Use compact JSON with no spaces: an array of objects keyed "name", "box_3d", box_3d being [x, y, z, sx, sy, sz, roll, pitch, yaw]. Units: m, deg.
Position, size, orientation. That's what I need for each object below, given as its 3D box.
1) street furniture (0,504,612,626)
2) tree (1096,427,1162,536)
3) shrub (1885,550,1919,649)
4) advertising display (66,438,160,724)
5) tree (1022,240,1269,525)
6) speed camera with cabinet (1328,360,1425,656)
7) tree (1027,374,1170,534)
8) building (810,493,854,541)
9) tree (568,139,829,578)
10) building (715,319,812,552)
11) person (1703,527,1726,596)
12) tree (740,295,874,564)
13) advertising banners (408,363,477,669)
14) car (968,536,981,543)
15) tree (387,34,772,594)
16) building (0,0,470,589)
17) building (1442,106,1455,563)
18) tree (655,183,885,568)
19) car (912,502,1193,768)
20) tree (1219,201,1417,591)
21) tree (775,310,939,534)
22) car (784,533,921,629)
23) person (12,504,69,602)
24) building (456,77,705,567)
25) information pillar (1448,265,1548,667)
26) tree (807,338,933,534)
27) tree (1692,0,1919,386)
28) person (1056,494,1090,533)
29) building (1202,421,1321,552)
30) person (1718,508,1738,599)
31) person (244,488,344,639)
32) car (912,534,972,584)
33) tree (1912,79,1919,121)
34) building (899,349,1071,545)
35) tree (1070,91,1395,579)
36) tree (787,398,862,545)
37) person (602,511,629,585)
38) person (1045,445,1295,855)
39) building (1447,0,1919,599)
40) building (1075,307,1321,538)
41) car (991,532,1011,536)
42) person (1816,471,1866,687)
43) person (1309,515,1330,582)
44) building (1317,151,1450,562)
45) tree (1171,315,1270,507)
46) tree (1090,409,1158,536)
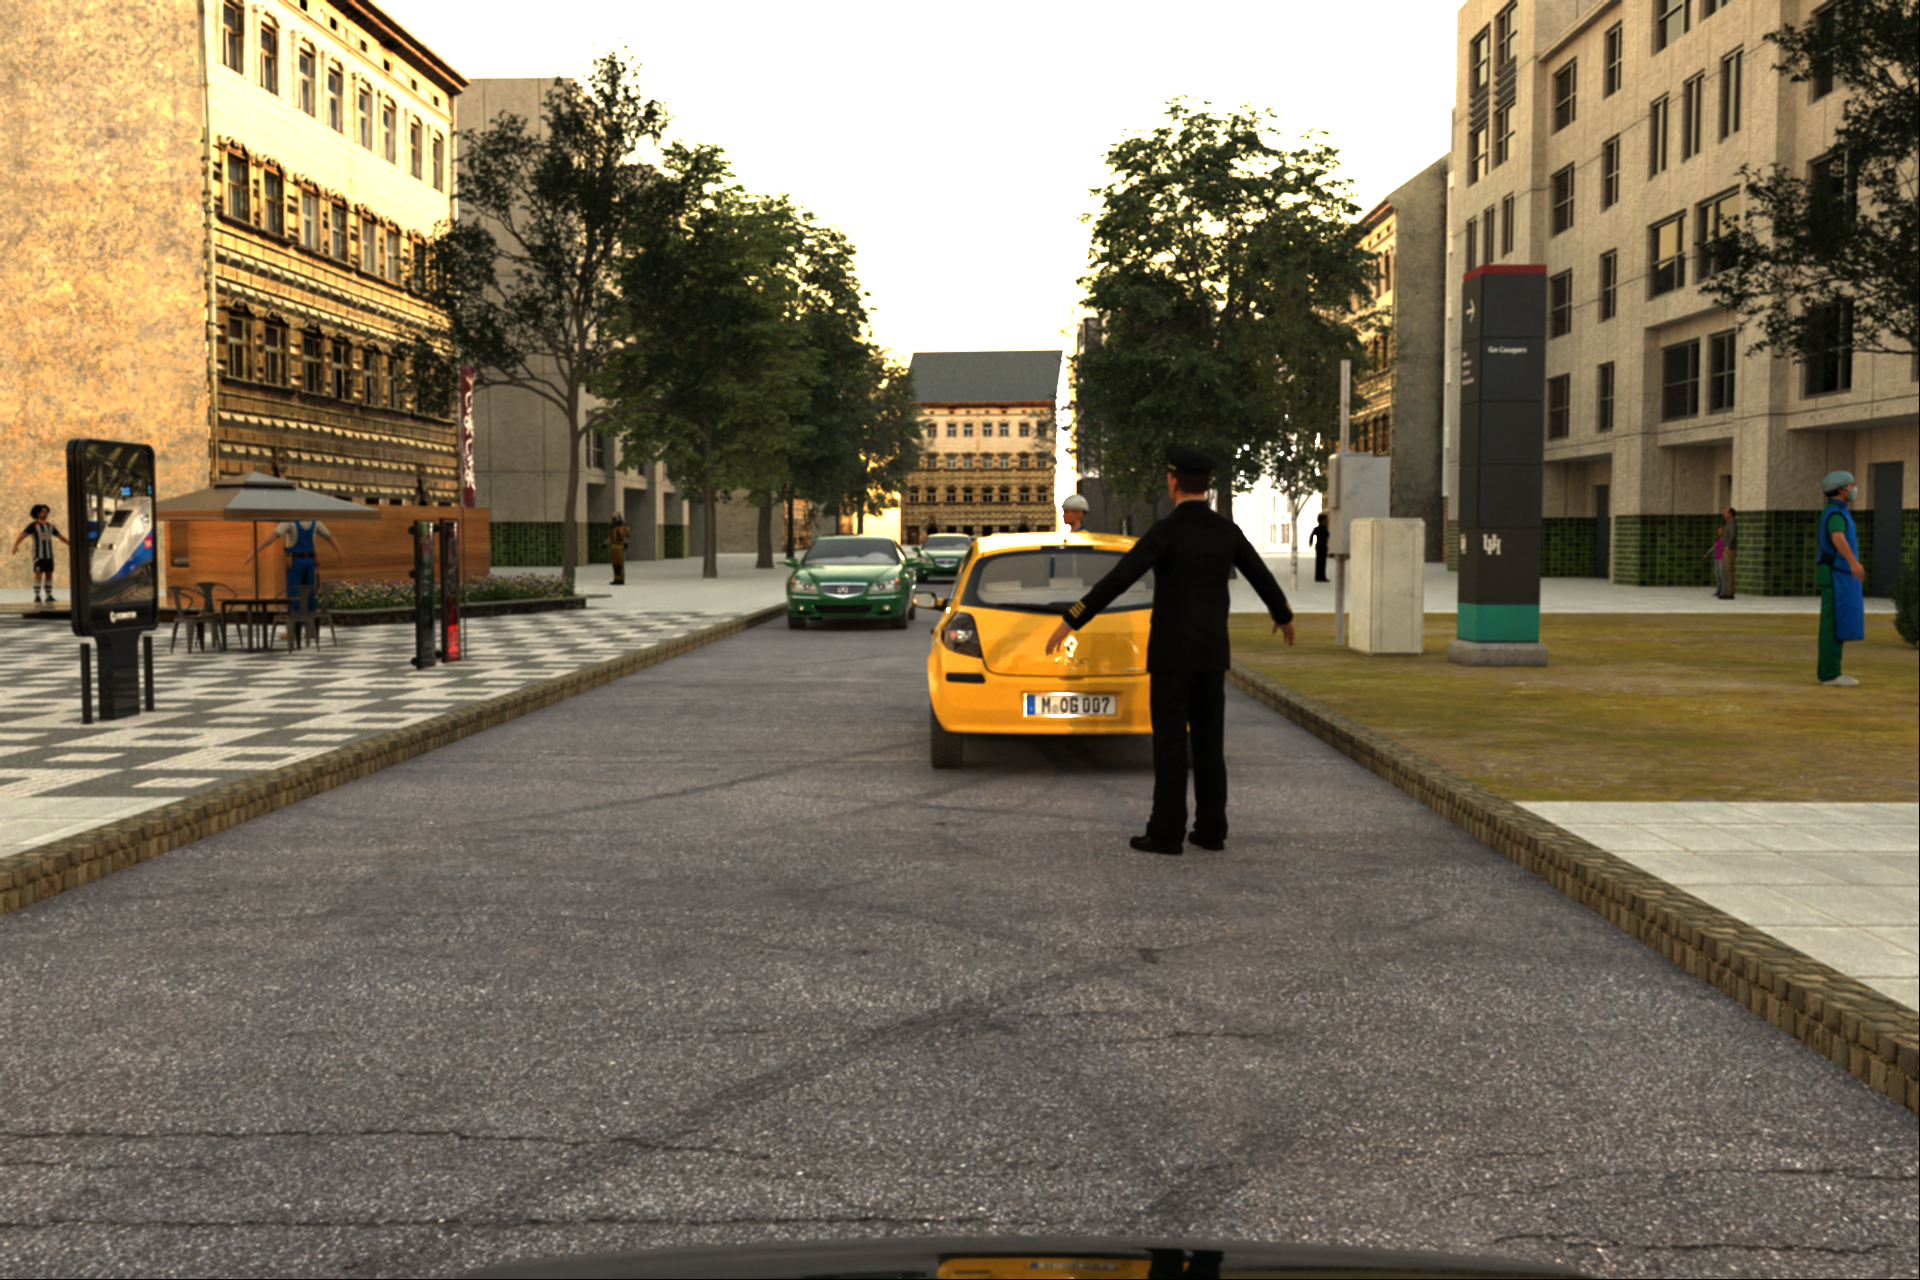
[{"name":"street furniture","box_3d":[-9.279,-1.296,28.051,9.812,1.723,11.010,1,4,20]},{"name":"tree","box_3d":[9.363,-8.958,96.823,4.737,8.622,4.395,0,3,0]},{"name":"shrub","box_3d":[10.854,-0.497,19.240,1.383,1.207,1.383,0,3,0]},{"name":"advertising display","box_3d":[-5.890,-0.420,12.084,0.123,1.923,0.974,0,4,2]},{"name":"tree","box_3d":[8.028,-9.795,70.516,12.009,13.543,11.850,0,3,0]},{"name":"speed camera with cabinet","box_3d":[4.576,-1.513,19.081,0.660,3.252,2.038,0,4,-1]},{"name":"tree","box_3d":[9.410,-12.257,110.773,12.009,13.543,11.850,0,3,0]},{"name":"building","box_3d":[-20.888,-21.176,177.153,19.493,23.208,18.063,0,4,1]},{"name":"tree","box_3d":[-7.668,-8.114,50.785,7.486,12.596,7.792,0,3,0]},{"name":"building","box_3d":[-21.543,-18.380,131.437,19.493,23.208,18.063,0,4,1]},{"name":"person","box_3d":[15.530,-1.602,35.466,0.599,1.433,0.991,0,4,-7]},{"name":"tree","box_3d":[-7.247,-9.128,74.999,9.928,11.665,9.643,0,3,0]},{"name":"advertising banners","box_3d":[-5.114,-1.290,17.279,0.090,3.025,2.074,0,4,2]},{"name":"car","box_3d":[0.517,-4.255,82.157,1.945,1.354,3.894,0,4,1]},{"name":"tree","box_3d":[-6.992,-5.968,31.989,7.601,10.594,8.767,-1,4,-9]},{"name":"building","box_3d":[-26.365,-13.353,49.250,19.493,23.208,18.063,0,4,2]},{"name":"building","box_3d":[26.309,-13.337,74.472,16.016,20.090,11.380,0,4,1]},{"name":"tree","box_3d":[-7.245,-9.670,64.752,9.857,13.997,8.962,0,3,0]},{"name":"car","box_3d":[0.656,-0.109,12.014,2.015,1.641,3.980,0,4,0]},{"name":"tree","box_3d":[7.435,-5.416,38.918,4.360,8.622,3.978,0,3,0]},{"name":"tree","box_3d":[-6.810,-11.313,95.345,12.009,13.543,11.850,0,3,0]},{"name":"car","box_3d":[-1.672,-0.970,27.659,2.131,1.459,4.920,0,4,1]},{"name":"person","box_3d":[-16.900,-1.578,31.949,0.704,1.843,1.345,2,4,25]},{"name":"building","box_3d":[-22.980,-13.263,83.304,16.747,18.905,31.486,0,4,1]},{"name":"information pillar","box_3d":[5.311,-1.691,17.019,0.750,3.857,0.750,0,4,-1]},{"name":"tree","box_3d":[-6.653,-12.674,113.874,9.857,13.997,8.962,0,3,0]},{"name":"tree","box_3d":[13.583,-5.424,23.089,7.601,10.594,8.767,1,4,9]},{"name":"person","box_3d":[0.877,-0.353,14.698,0.721,1.772,1.216,-1,4,-21]},{"name":"building","box_3d":[25.165,-12.044,139.059,9.099,9.664,28.070,0,4,1]},{"name":"person","box_3d":[15.142,-1.705,34.147,0.705,1.796,1.348,1,4,20]},{"name":"person","box_3d":[-8.129,-0.945,21.299,0.705,1.847,1.347,3,4,36]},{"name":"car","box_3d":[-0.352,-2.438,51.654,2.131,1.459,4.920,0,4,1]},{"name":"tree","box_3d":[7.075,-4.413,6.571,8.767,10.594,7.601,0,4,-4]},{"name":"building","box_3d":[3.334,-22.779,205.825,18.063,23.208,19.493,1,4,8]},{"name":"tree","box_3d":[7.530,-8.722,49.257,9.857,13.997,8.962,0,3,0]},{"name":"tree","box_3d":[-6.768,-8.031,81.665,4.737,8.622,4.395,0,3,0]},{"name":"person","box_3d":[-8.661,-2.322,43.733,0.705,1.858,1.354,-3,4,-36]},{"name":"person","box_3d":[1.016,0.033,7.851,1.347,1.837,0.705,-2,4,-28]},{"name":"building","box_3d":[24.936,-10.811,43.216,16.747,18.905,31.486,0,4,1]},{"name":"building","box_3d":[25.339,-20.099,172.590,27.936,21.610,32.646,0,4,1]},{"name":"car","box_3d":[2.359,-5.321,96.046,2.155,1.783,4.494,0,4,1]},{"name":"person","box_3d":[7.480,-0.525,14.715,0.704,1.817,1.347,1,4,21]},{"name":"person","box_3d":[9.760,-2.476,46.663,0.705,1.806,1.347,-1,4,-23]},{"name":"building","box_3d":[28.978,-15.634,86.542,19.493,23.208,18.063,0,4,1]},{"name":"tree","box_3d":[8.494,-6.616,58.531,4.737,8.622,4.395,0,3,0]},{"name":"tree","box_3d":[8.439,-8.373,87.268,4.737,8.622,4.395,0,3,0]}]
